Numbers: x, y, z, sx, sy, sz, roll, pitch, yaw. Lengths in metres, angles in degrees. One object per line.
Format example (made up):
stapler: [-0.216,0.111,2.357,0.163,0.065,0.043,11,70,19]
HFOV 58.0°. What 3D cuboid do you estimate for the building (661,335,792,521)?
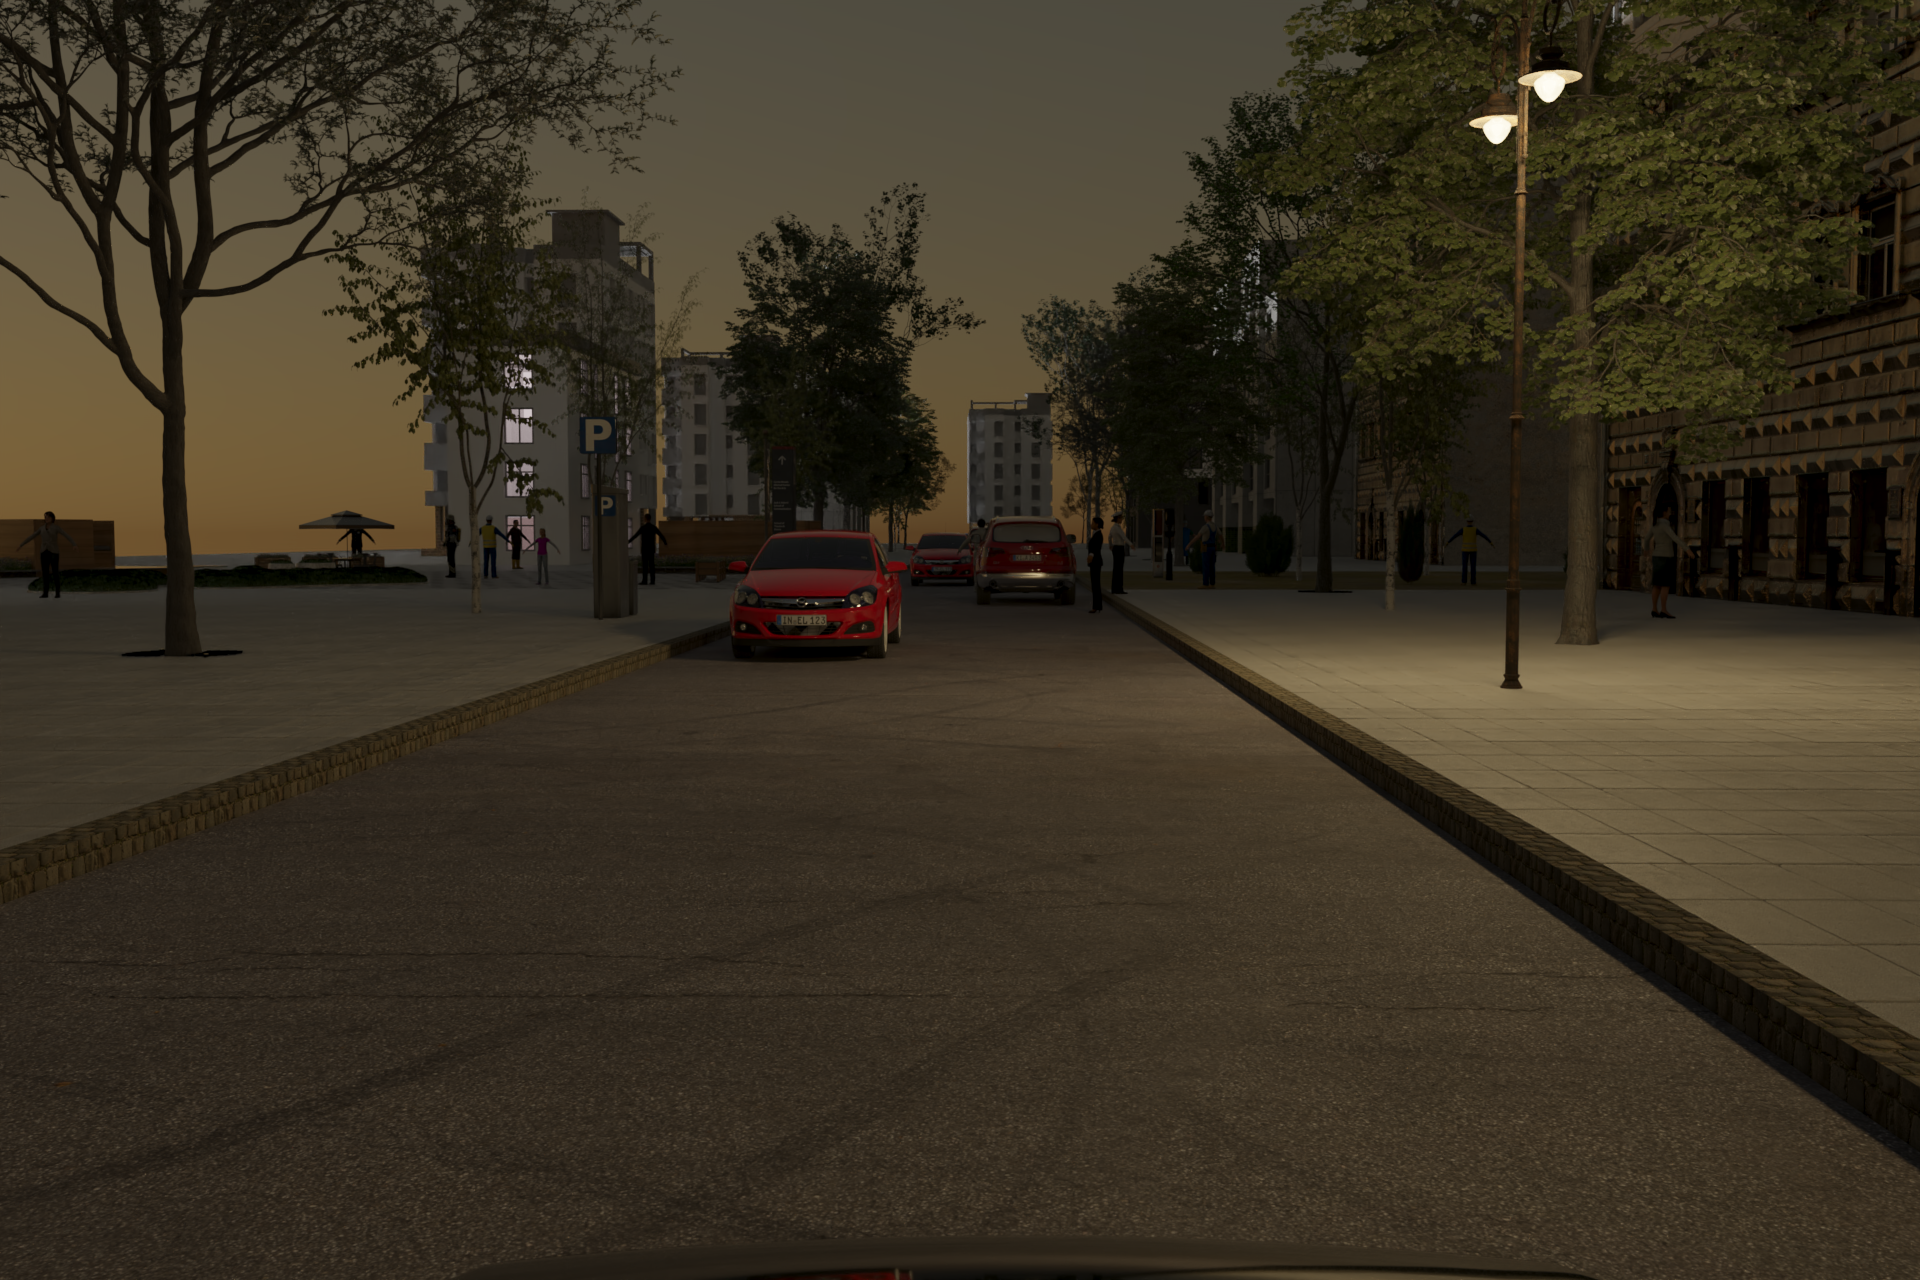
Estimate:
building: [-22.301,-18.908,165.560,16.016,20.090,11.380,0,4,2]

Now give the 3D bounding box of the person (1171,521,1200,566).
person: [9.000,-3.863,69.289,1.347,1.817,0.704,-1,4,-9]

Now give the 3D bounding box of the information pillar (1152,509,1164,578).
information pillar: [5.821,-2.838,50.901,0.304,2.012,0.304,0,4,1]

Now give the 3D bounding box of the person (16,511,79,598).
person: [-18.268,-1.709,34.699,1.215,1.744,0.721,0,4,-3]

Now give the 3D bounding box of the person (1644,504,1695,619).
person: [10.777,-1.197,26.400,0.721,1.735,1.217,-1,4,-11]

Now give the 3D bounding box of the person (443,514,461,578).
person: [-14.965,-2.755,50.826,0.705,1.856,1.354,-2,4,-25]

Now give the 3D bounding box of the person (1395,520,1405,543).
person: [16.440,-3.523,63.742,1.345,1.843,0.704,-3,4,-39]

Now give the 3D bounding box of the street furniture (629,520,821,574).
street furniture: [-8.729,-3.165,58.609,9.812,1.723,11.010,1,4,11]

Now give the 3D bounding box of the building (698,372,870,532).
building: [-20.049,-20.682,204.613,16.747,18.905,31.486,0,4,1]

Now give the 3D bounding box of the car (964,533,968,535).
car: [0.676,-6.831,121.286,1.945,1.707,3.694,0,4,1]

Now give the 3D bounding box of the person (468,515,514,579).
person: [-13.558,-2.692,49.979,1.349,1.833,0.705,0,4,5]

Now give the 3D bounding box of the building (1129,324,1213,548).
building: [30.695,-20.183,173.967,27.936,21.610,32.646,0,4,2]

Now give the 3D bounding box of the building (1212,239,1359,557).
building: [26.599,-15.046,112.454,16.747,18.905,31.486,0,4,2]

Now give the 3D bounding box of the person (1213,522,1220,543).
person: [10.677,-4.116,73.563,0.705,1.796,1.348,-2,4,-28]

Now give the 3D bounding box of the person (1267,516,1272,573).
person: [10.118,-3.105,56.527,0.705,1.858,1.354,-1,4,-10]

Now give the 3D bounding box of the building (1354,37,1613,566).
building: [29.011,-15.114,78.047,19.493,23.208,18.063,0,4,2]

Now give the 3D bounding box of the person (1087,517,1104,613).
person: [2.392,-1.361,31.426,0.721,1.740,1.216,0,4,7]

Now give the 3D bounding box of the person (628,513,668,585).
person: [-7.904,-2.297,43.787,1.346,1.802,0.704,-3,5,-44]

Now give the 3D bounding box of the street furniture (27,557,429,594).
street furniture: [-18.047,-1.636,42.372,5.734,0.657,10.072,3,4,37]

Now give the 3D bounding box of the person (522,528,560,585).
person: [-10.572,-2.110,43.773,0.991,1.433,0.599,0,4,7]

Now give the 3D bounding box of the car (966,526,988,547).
car: [1.206,-4.226,77.775,2.281,1.827,5.304,0,4,2]

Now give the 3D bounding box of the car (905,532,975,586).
car: [-0.450,-2.459,49.244,2.155,1.783,4.494,0,4,1]

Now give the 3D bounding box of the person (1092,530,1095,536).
person: [6.166,-4.480,79.440,0.705,1.806,1.347,0,4,-3]

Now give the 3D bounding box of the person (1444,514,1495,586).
person: [12.736,-2.253,43.299,1.216,1.772,0.721,1,4,17]

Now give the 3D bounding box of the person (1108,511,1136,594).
person: [3.455,-1.873,37.084,0.721,1.778,1.216,-1,4,-19]

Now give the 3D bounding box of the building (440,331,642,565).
building: [-20.258,-8.783,85.748,9.099,9.664,28.070,0,4,2]

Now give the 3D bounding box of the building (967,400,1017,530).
building: [1.348,-23.056,235.842,11.380,20.090,16.016,0,4,-1]

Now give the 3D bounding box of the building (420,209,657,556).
building: [-25.397,-15.049,102.469,16.016,20.090,11.380,0,4,1]

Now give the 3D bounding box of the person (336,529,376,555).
person: [-21.314,-3.379,61.179,1.347,1.837,0.705,0,4,-5]

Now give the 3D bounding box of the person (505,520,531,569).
person: [-16.200,-3.497,63.310,0.704,1.812,1.346,2,4,25]

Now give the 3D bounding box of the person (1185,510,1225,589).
person: [5.787,-2.116,40.458,1.347,1.847,0.705,-3,5,-41]

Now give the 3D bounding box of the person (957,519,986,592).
person: [0.543,-2.075,42.566,1.347,1.806,0.705,1,4,18]

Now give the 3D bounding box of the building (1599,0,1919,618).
building: [23.923,-12.193,30.293,19.493,23.208,18.063,0,4,1]

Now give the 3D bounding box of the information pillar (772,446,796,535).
information pillar: [-5.219,-3.796,51.438,0.750,3.857,0.750,0,4,2]

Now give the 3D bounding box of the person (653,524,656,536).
person: [-13.779,-4.297,77.065,0.721,1.733,1.217,-2,4,-25]

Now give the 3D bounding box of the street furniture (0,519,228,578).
street furniture: [-30.134,-2.901,54.288,9.812,1.723,11.010,2,4,30]
